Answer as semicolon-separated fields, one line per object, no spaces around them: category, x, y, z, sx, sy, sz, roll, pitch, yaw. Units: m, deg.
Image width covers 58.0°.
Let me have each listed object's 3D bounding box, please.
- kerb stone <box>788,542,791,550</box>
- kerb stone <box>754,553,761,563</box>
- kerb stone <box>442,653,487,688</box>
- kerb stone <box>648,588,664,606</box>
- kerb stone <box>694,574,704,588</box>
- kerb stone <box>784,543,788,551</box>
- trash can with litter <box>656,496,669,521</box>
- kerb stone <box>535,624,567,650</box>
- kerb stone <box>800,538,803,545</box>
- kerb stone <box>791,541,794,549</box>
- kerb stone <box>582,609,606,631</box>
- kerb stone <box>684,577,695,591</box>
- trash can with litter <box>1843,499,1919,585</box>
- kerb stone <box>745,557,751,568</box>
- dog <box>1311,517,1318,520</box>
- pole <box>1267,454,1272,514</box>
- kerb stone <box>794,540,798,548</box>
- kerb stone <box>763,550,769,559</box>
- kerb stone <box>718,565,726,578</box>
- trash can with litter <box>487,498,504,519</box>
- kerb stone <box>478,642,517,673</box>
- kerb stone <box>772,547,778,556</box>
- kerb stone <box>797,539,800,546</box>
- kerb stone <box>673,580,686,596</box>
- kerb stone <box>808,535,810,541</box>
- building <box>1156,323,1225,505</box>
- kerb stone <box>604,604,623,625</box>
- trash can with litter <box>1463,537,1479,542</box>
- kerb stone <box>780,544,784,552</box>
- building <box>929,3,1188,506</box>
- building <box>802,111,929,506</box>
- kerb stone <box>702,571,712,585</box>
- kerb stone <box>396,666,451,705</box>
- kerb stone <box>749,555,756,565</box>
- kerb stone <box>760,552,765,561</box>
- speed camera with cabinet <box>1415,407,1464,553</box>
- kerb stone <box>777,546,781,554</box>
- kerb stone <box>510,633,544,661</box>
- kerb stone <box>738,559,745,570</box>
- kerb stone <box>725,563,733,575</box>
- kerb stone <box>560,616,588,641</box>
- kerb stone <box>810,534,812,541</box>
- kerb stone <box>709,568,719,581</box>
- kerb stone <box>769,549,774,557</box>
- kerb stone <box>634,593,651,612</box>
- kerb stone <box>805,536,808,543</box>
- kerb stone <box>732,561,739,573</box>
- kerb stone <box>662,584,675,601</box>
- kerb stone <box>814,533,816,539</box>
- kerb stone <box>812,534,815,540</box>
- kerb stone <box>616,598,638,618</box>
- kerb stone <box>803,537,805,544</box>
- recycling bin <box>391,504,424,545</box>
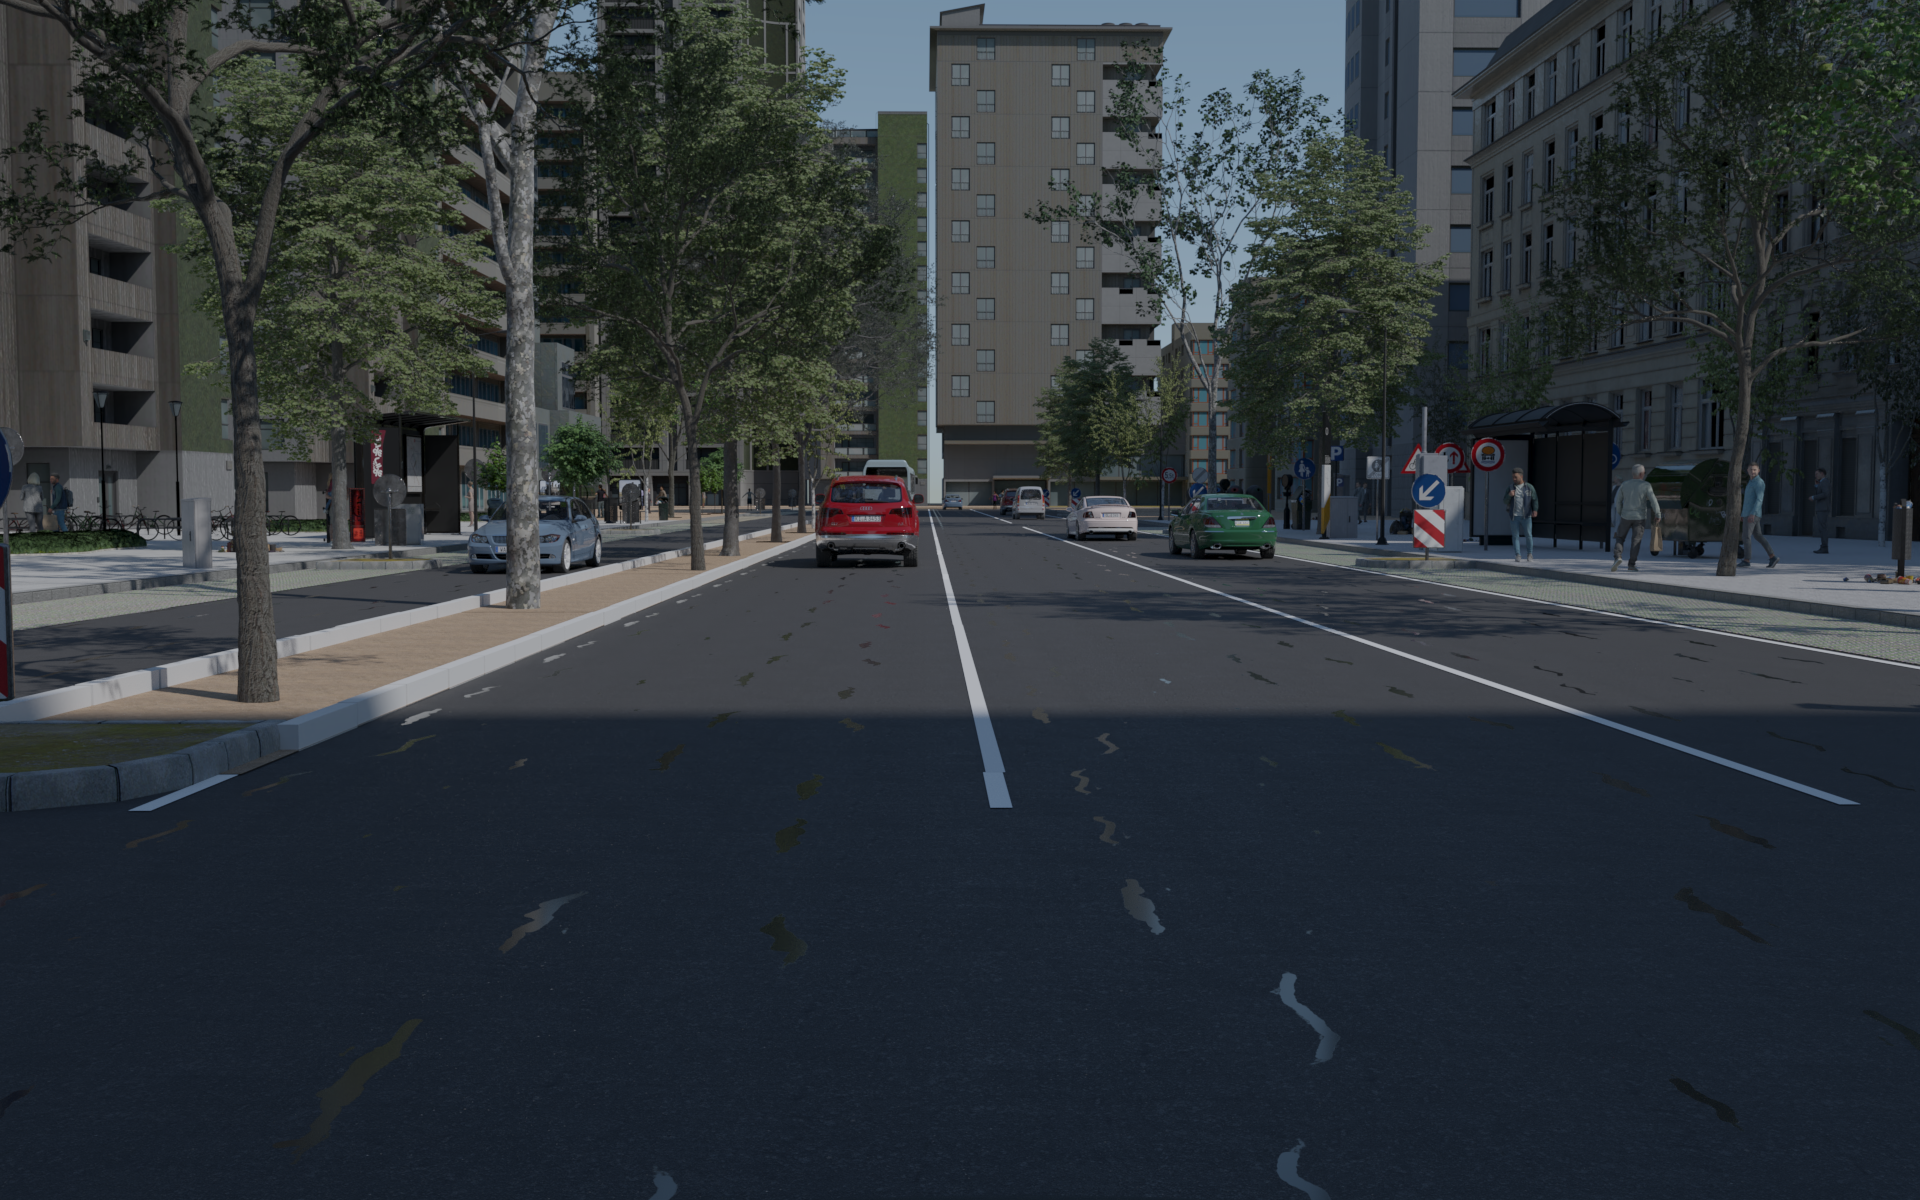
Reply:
kerb stone;-4.445;-1.332;43.974;0.120;0.150;1.000;0;4;-1
kerb stone;-4.280;-0.830;35.765;0.120;0.150;1.000;0;4;-1
kerb stone;-3.822;0.549;13.225;0.120;0.150;1.000;0;4;-1
kerb stone;-4.009;-0.014;22.445;0.120;0.150;1.000;0;4;-1
kerb stone;-4.086;-0.259;26.553;0.120;0.150;1.000;0;4;-1
kerb stone;-4.429;-1.269;42.938;0.120;0.150;1.000;0;4;-1
trash can with litter;-14.390;-4.431;83.827;0.624;1.170;1.055;0;4;-6
kerb stone;-3.885;0.361;16.299;0.120;0.150;1.000;0;4;-1
kerb stone;-4.524;-1.577;48.066;0.120;0.150;1.000;0;4;-1
kerb stone;-4.466;-1.395;44.999;0.120;0.150;1.000;0;4;-1
kerb stone;-3.933;0.236;18.343;0.120;0.150;1.000;0;4;-1
kerb stone;-4.071;-0.204;25.531;0.120;0.150;1.000;0;4;-1
trash can with litter;13.798;-0.865;25.199;1.678;1.210;2.233;2;4;25
kerb stone;-4.233;-0.704;33.712;0.120;0.150;1.000;0;4;-1
dog;17.509;-4.103;84.823;0.748;0.427;0.550;3;5;44
pole;14.945;-5.495;83.691;0.158;3.312;0.155;0;3;0
kerb stone;-4.480;-1.457;46.021;0.120;0.150;1.000;0;4;-1
kerb stone;-4.324;-0.952;37.809;0.120;0.150;1.000;0;4;-1
kerb stone;-4.159;-0.454;29.621;0.120;0.150;1.000;0;4;-1
trash can with litter;-13.945;-2.507;52.369;0.624;1.170;1.055;-2;4;-24
kerb stone;-3.842;0.486;14.248;0.120;0.150;1.000;0;4;-1
kerb stone;-4.361;-1.081;39.863;0.120;0.150;1.000;0;4;-1
kerb stone;-4.502;-1.519;47.043;0.120;0.150;1.000;0;4;-1
kerb stone;-4.047;-0.141;24.504;0.120;0.150;1.000;0;4;-1
kerb stone;-4.591;-1.766;51.146;0.120;0.150;1.000;0;4;-1
building;38.529;-21.506;196.667;28.899;21.520;27.650;0;4;-1
kerb stone;-3.942;0.177;19.366;0.120;0.150;1.000;0;4;-1
trash can with litter;13.481;-2.194;46.927;2.233;1.210;1.678;1;4;15
kerb stone;-4.411;-1.205;41.912;0.120;0.150;1.000;0;4;-1
building;10.300;-37.112;196.020;27.495;52.752;28.713;0;4;-1
building;-10.394;-30.871;188.330;14.086;41.232;14.154;0;4;-1
kerb stone;-4.111;-0.326;27.577;0.120;0.150;1.000;0;4;-1
kerb stone;-3.805;0.611;12.201;0.120;0.150;1.000;0;4;-1
kerb stone;-4.258;-0.759;34.741;0.120;0.150;1.000;0;4;-1
kerb stone;-4.304;-0.892;36.787;0.120;0.150;1.000;0;4;-1
speed camera with cabinet;10.722;-2.714;38.710;0.660;3.252;2.038;0;4;1
kerb stone;-4.378;-1.143;40.888;0.120;0.150;1.000;0;4;-1
kerb stone;-3.865;0.426;15.275;0.120;0.150;1.000;0;4;-1
kerb stone;-4.220;-0.642;32.690;0.120;0.150;1.000;0;4;-1
kerb stone;-4.176;-0.517;30.643;0.120;0.150;1.000;0;4;-1
kerb stone;-3.908;0.298;17.321;0.120;0.150;1.000;0;4;-1
kerb stone;-4.618;-1.833;52.173;0.120;0.150;1.000;0;4;-1
kerb stone;-4.134;-0.392;28.599;0.120;0.150;1.000;0;4;-1
kerb stone;-4.341;-1.018;38.838;0.120;0.150;1.000;0;4;-1
kerb stone;-3.987;0.048;21.418;0.120;0.150;1.000;0;4;-1
kerb stone;-4.570;-1.706;50.123;0.120;0.150;1.000;0;4;-1
kerb stone;-4.198;-0.576;31.665;0.120;0.150;1.000;0;4;-1
kerb stone;-4.025;-0.075;23.477;0.120;0.150;1.000;0;4;-1
kerb stone;-4.654;-1.957;54.220;0.120;0.150;1.000;0;4;-1
kerb stone;-4.636;-1.893;53.195;0.120;0.150;1.000;0;4;-1
kerb stone;-3.969;0.110;20.396;0.120;0.150;1.000;0;4;-1
kerb stone;-4.551;-1.645;49.093;0.120;0.150;1.000;0;4;-1
recycling bin;-13.999;-1.916;43.874;0.722;1.027;0.722;-1;4;-9
